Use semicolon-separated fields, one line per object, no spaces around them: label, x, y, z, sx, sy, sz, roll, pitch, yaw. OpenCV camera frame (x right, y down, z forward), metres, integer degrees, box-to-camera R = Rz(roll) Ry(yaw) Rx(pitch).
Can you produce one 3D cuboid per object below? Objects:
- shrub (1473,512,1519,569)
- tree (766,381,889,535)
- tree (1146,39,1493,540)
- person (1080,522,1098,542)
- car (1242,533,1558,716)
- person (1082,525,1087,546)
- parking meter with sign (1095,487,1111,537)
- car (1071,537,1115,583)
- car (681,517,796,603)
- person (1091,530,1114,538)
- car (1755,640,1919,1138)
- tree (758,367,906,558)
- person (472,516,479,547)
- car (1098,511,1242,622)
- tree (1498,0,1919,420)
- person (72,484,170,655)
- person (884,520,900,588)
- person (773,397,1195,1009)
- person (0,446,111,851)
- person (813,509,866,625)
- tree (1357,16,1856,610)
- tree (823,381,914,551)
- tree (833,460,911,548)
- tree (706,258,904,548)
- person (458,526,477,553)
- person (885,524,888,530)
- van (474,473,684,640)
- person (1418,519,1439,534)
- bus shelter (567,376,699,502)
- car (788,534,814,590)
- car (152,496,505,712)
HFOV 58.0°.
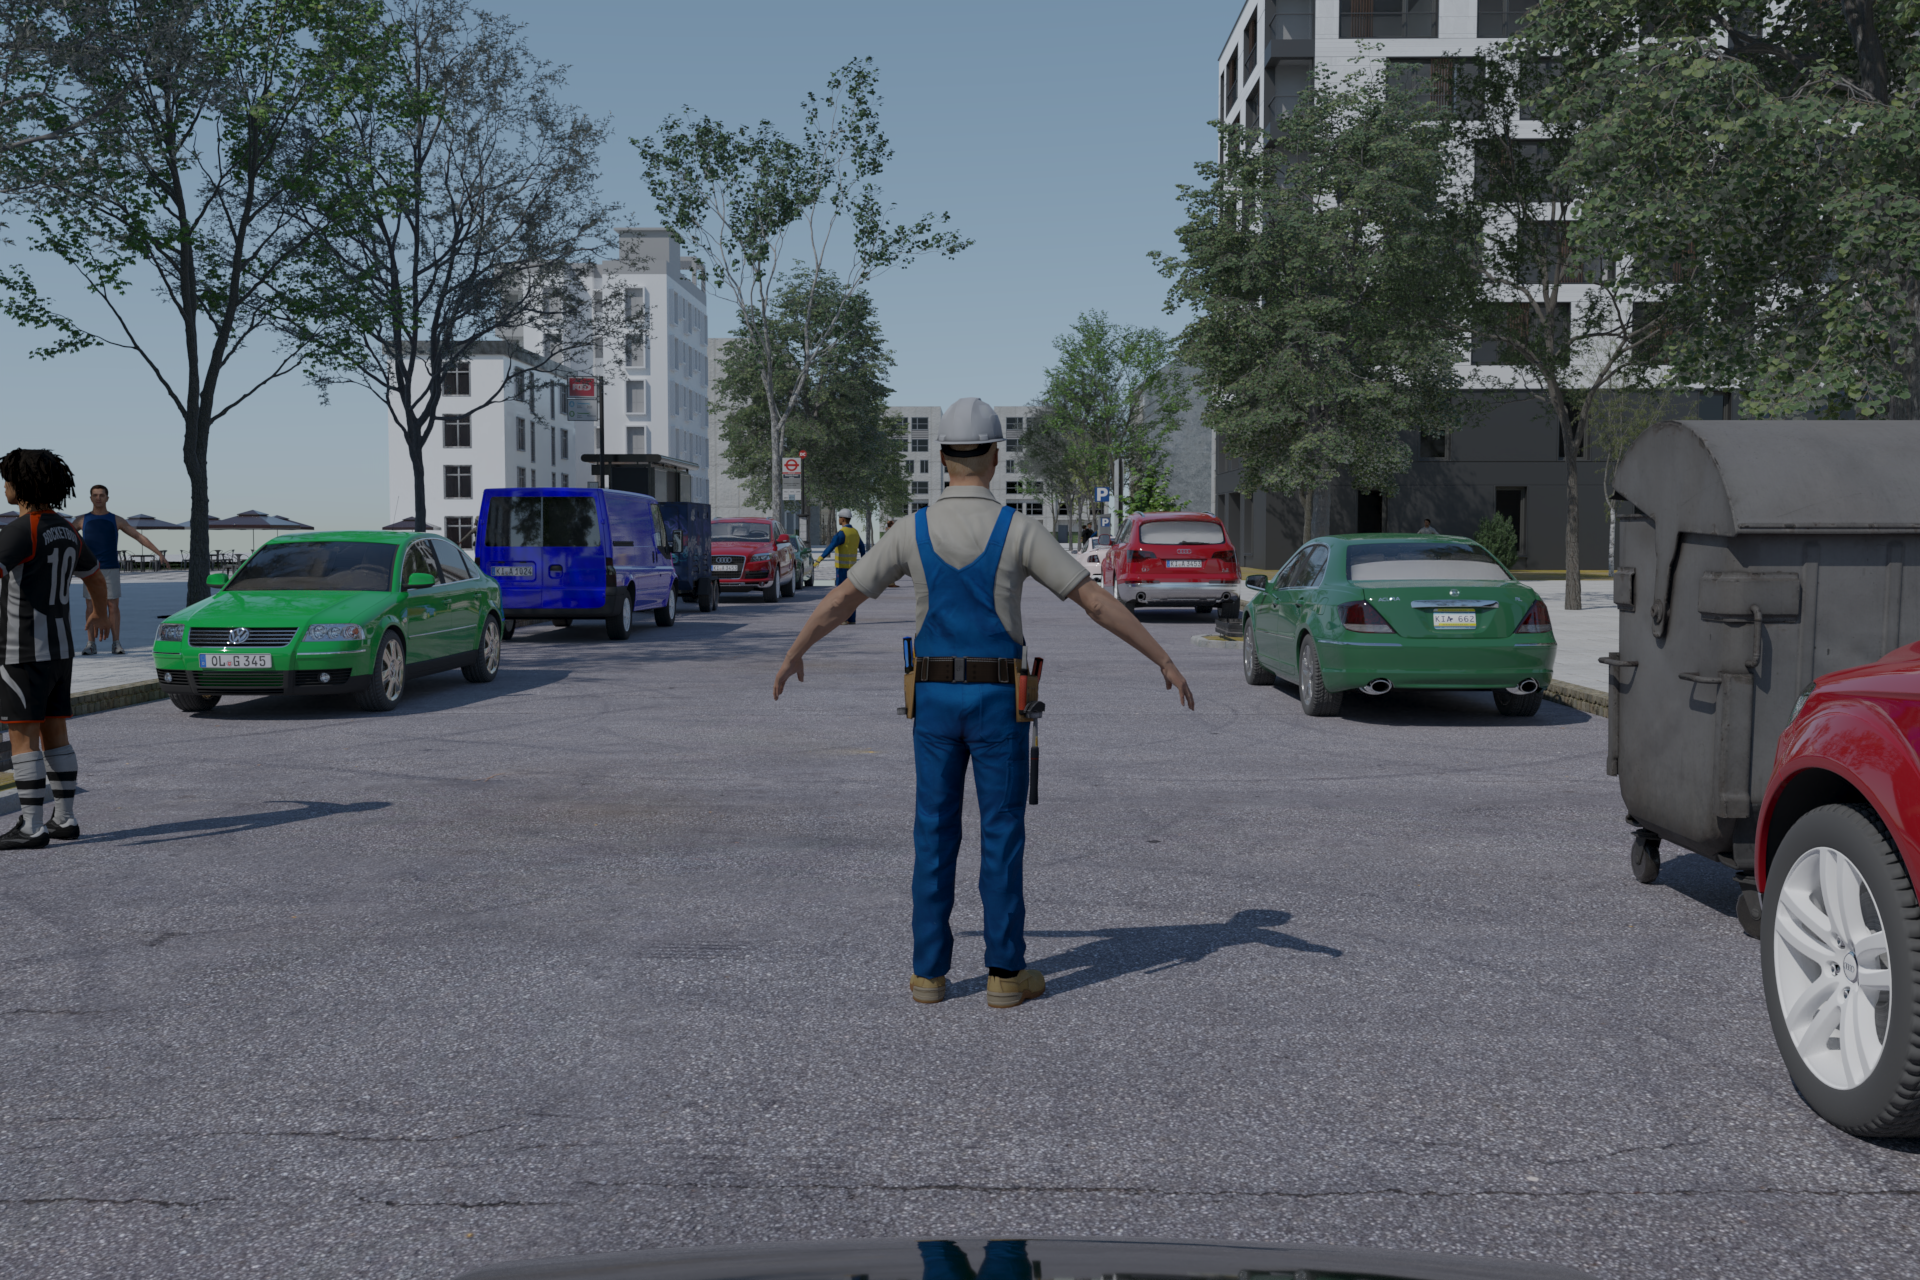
shrub;18.253;-3.362;59.016;1.661;2.075;1.752;0;3;0
tree;-7.682;-10.407;104.566;7.601;10.594;8.767;2;4;35
tree;9.731;-8.560;46.611;9.857;13.997;8.962;0;3;0
person;5.964;-4.499;79.496;1.347;1.837;0.705;-3;5;-41
car;3.639;-0.198;15.043;2.131;1.459;4.920;0;4;0
person;6.380;-4.941;87.502;0.721;1.740;1.216;-1;4;-9
parking meter with sign;5.267;-4.108;63.434;0.543;3.016;1.738;0;4;0
car;4.022;-2.058;46.009;2.083;1.381;4.827;0;4;0
car;-4.791;-1.789;37.917;2.281;1.827;5.304;0;4;1
person;5.622;-3.778;68.232;1.216;1.772;0.721;1;4;19
car;3.071;0.377;2.508;2.281;1.827;5.304;0;4;1
tree;-7.141;-9.700;93.013;8.767;10.594;7.601;0;4;-2
person;-15.009;-2.949;54.002;0.705;1.856;1.354;-1;4;-10
car;3.567;-1.297;29.885;2.281;1.827;5.304;0;4;1
tree;10.191;-6.813;18.041;9.857;13.997;8.962;0;3;0
person;-9.152;-0.752;18.458;1.345;1.807;0.704;-1;4;-23
person;-1.841;-2.310;46.498;0.705;1.796;1.348;-2;4;-31
person;0.037;0.182;5.330;1.347;1.847;0.705;1;4;14
person;-4.277;0.039;7.971;0.704;1.843;1.345;0;4;7
person;-1.834;-1.160;27.392;0.705;1.833;1.349;2;4;32
tree;10.600;-5.802;29.280;8.767;10.594;7.601;2;4;35
tree;-7.234;-12.860;128.395;7.486;12.596;7.792;0;3;0
tree;-7.490;-12.785;143.451;7.601;10.594;8.767;2;4;28
tree;-7.321;-10.729;82.069;9.857;13.997;8.962;0;3;0
person;-15.933;-3.139;57.454;1.348;1.813;0.705;-2;4;-27
person;-2.261;-2.695;52.978;0.721;1.772;1.216;1;4;21
van;-5.400;-1.266;25.082;2.240;2.365;5.245;0;4;1
person;16.043;-3.264;59.550;1.347;1.806;0.705;3;4;36
bus shelter;-8.830;-4.222;46.665;2.179;5.291;8.768;0;4;1
car;-4.948;-2.102;46.173;2.131;1.459;4.920;0;4;1
car;-5.432;-0.404;15.400;1.959;1.807;4.718;0;4;1
